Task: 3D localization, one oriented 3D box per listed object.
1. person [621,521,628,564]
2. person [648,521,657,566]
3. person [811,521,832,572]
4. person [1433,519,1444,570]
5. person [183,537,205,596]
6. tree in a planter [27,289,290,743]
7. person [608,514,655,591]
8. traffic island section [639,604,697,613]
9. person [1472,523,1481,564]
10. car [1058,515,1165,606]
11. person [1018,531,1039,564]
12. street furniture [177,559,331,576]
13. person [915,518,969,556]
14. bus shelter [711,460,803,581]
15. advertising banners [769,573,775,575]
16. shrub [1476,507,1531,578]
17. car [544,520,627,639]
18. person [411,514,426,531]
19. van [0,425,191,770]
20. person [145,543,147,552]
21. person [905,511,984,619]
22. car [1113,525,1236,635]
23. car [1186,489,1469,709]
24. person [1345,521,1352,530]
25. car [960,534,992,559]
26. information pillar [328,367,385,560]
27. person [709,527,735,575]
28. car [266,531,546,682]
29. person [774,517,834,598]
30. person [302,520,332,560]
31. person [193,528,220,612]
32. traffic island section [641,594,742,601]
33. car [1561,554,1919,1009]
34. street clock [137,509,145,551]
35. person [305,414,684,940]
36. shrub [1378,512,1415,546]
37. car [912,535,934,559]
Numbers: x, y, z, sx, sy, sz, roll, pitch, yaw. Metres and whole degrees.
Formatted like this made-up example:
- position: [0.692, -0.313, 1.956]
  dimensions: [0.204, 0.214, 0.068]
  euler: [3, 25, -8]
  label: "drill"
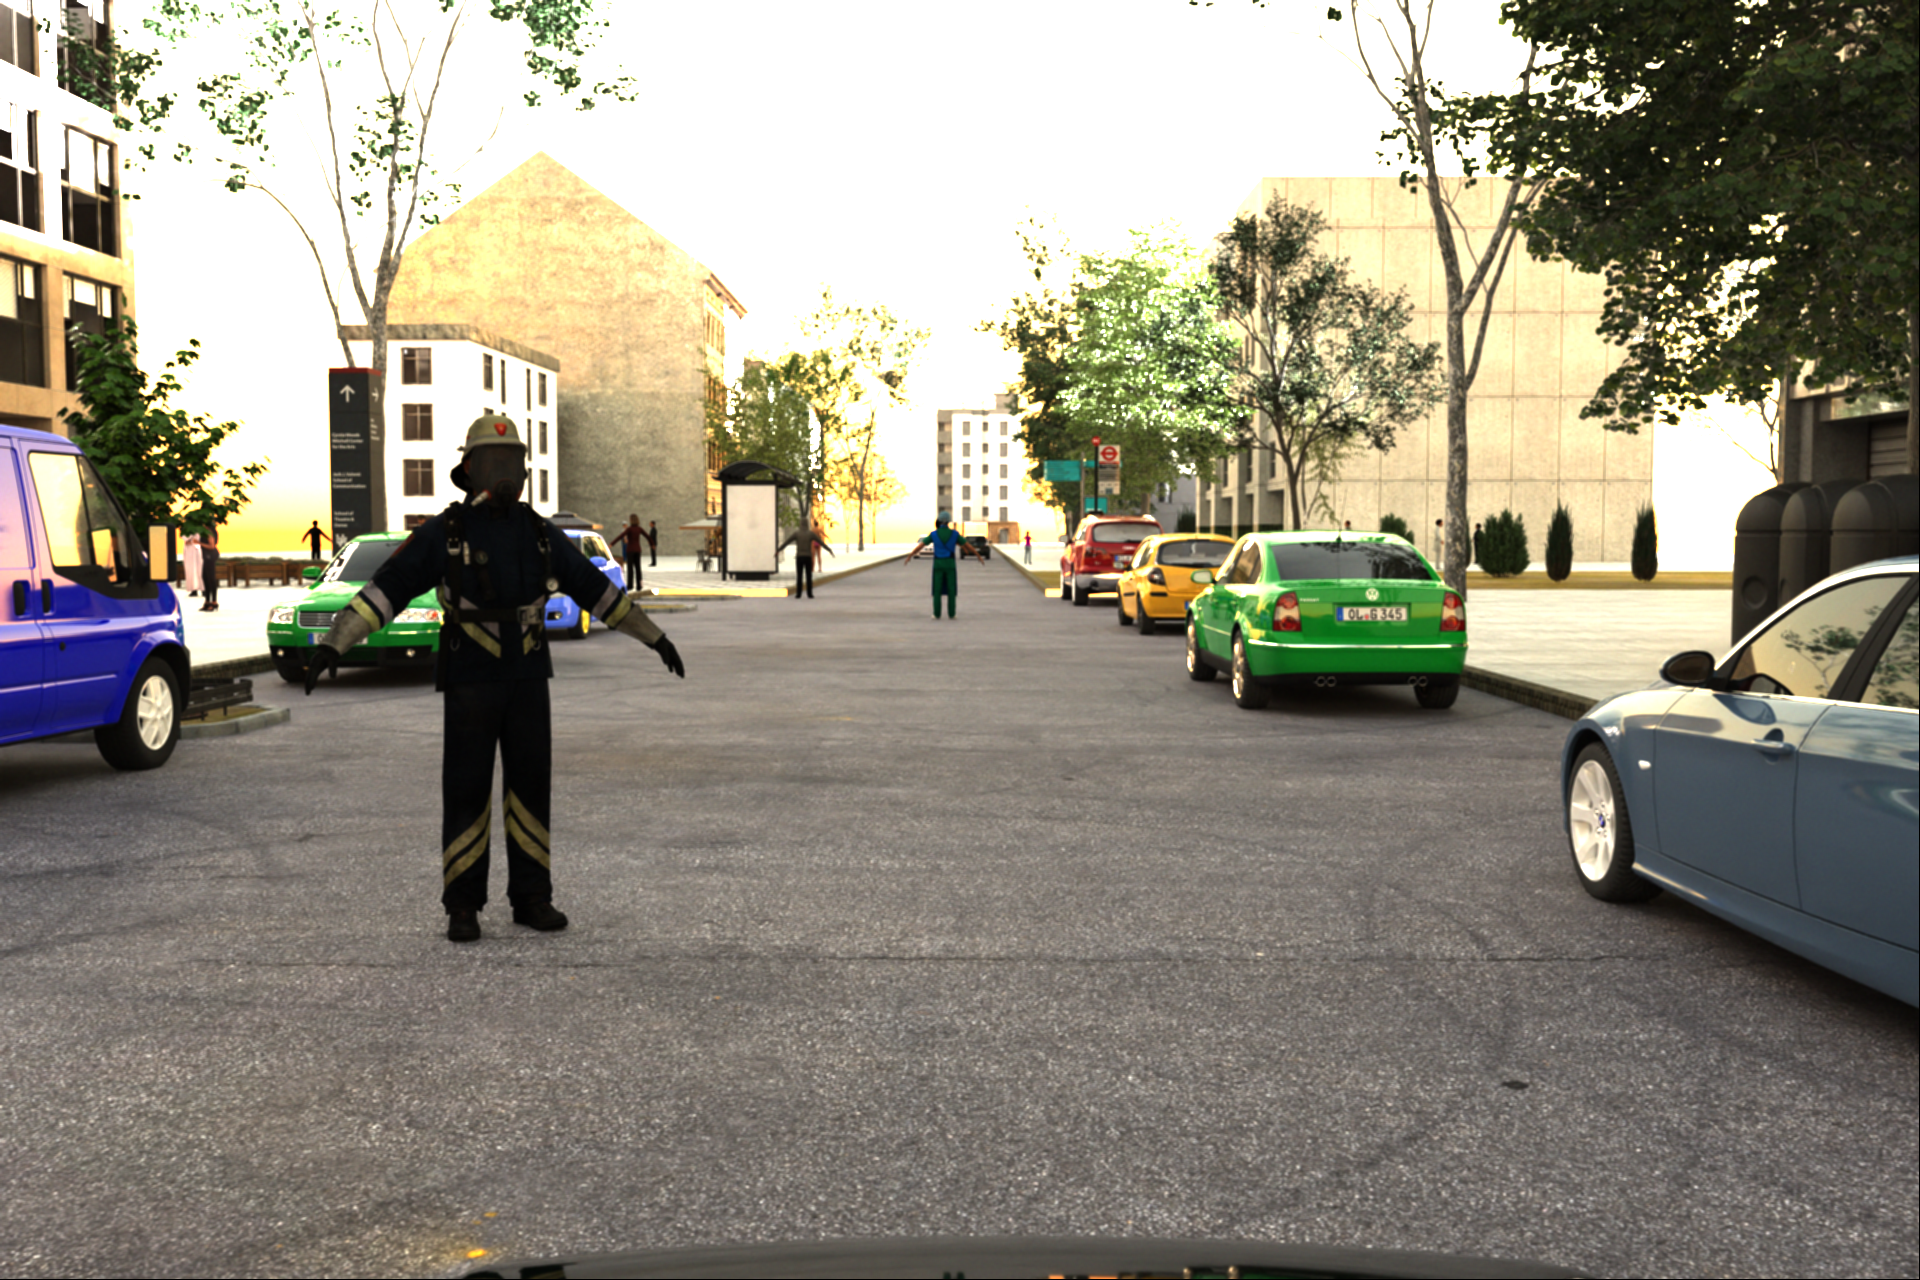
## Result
- position: [-14.533, -4.243, 75.228]
  dimensions: [0.705, 1.847, 1.347]
  euler: [-1, 4, -11]
  label: "person"
- position: [-12.269, -3.844, 69.066]
  dimensions: [0.704, 1.802, 1.346]
  euler: [0, 4, -4]
  label: "person"
- position: [-4.914, -3.187, 58.909]
  dimensions: [1.217, 1.733, 0.721]
  euler: [-2, 4, -23]
  label: "person"
- position: [17.162, -3.411, 61.951]
  dimensions: [0.705, 1.806, 1.347]
  euler: [1, 4, 13]
  label: "person"
- position: [-15.765, -1.769, 35.642]
  dimensions: [0.551, 1.740, 0.621]
  euler: [-2, 4, -32]
  label: "person"
- position: [-6.159, -0.951, 12.770]
  dimensions: [1.991, 3.239, 1.994]
  euler: [0, 4, 1]
  label: "tree in a planter"
- position: [-7.396, -1.973, 39.059]
  dimensions: [1.215, 1.729, 0.721]
  euler: [-3, 5, -42]
  label: "person"
- position: [-5.984, -0.580, 32.346]
  dimensions: [1.991, 0.108, 1.994]
  euler: [0, 4, 1]
  label: "traffic island section"
- position: [22.152, -4.139, 74.397]
  dimensions: [0.721, 1.740, 1.216]
  euler: [2, 4, 31]
  label: "person"
- position: [3.243, -1.683, 36.183]
  dimensions: [2.281, 1.827, 5.304]
  euler: [0, 4, -1]
  label: "car"
- position: [2.913, -3.937, 73.636]
  dimensions: [0.991, 1.433, 0.599]
  euler: [2, 4, 25]
  label: "person"
- position: [-21.802, -2.375, 54.459]
  dimensions: [10.072, 0.657, 5.734]
  euler: [-1, 4, -8]
  label: "street furniture"
- position: [-0.464, -2.118, 43.231]
  dimensions: [1.345, 1.843, 0.704]
  euler: [1, 4, 8]
  label: "person"
- position: [-5.781, -3.433, 50.058]
  dimensions: [2.014, 3.302, 5.546]
  euler: [0, 3, 0]
  label: "bus shelter"
- position: [-5.980, -3.609, 55.195]
  dimensions: [0.090, 3.025, 2.074]
  euler: [0, 4, 2]
  label: "advertising banners"
- position: [15.977, -2.867, 50.917]
  dimensions: [1.661, 2.075, 1.752]
  euler: [0, 3, 0]
  label: "shrub"
- position: [-5.912, -0.926, 24.724]
  dimensions: [1.945, 1.707, 3.694]
  euler: [0, 4, 1]
  label: "car"
- position: [-15.236, -2.636, 49.027]
  dimensions: [1.347, 1.837, 0.705]
  euler: [0, 4, -2]
  label: "person"
- position: [-5.841, -0.271, 8.809]
  dimensions: [2.240, 2.365, 5.245]
  euler: [0, 4, 1]
  label: "van"
- position: [-20.730, -2.329, 44.213]
  dimensions: [1.346, 1.812, 0.704]
  euler: [1, 4, 21]
  label: "person"
- position: [-0.262, -1.263, 29.235]
  dimensions: [1.347, 1.817, 0.704]
  euler: [0, 4, -2]
  label: "person"
- position: [3.366, -0.969, 26.072]
  dimensions: [2.015, 1.641, 3.980]
  euler: [0, 4, -1]
  label: "car"
- position: [3.146, -0.415, 15.580]
  dimensions: [1.959, 1.807, 4.718]
  euler: [0, 4, -1]
  label: "car"
- position: [14.709, -3.643, 65.841]
  dimensions: [0.705, 1.796, 1.348]
  euler: [3, 4, 36]
  label: "person"
- position: [0.856, -5.488, 99.511]
  dimensions: [2.009, 1.686, 4.222]
  euler: [0, 3, 0]
  label: "car"
- position: [-9.474, -2.316, 27.238]
  dimensions: [0.750, 3.857, 0.750]
  euler: [0, 4, 1]
  label: "information pillar"
- position: [-7.323, -2.988, 54.620]
  dimensions: [1.354, 1.858, 0.705]
  euler: [-2, 4, -30]
  label: "person"
- position: [-5.670, -0.573, 18.164]
  dimensions: [1.959, 1.807, 4.718]
  euler: [0, 4, 1]
  label: "car"
- position: [-3.478, -1.840, 38.667]
  dimensions: [1.348, 1.813, 0.705]
  euler: [0, 4, -4]
  label: "person"
- position: [-23.921, -3.559, 64.370]
  dimensions: [1.347, 1.806, 0.705]
  euler: [1, 4, 15]
  label: "person"
- position: [-12.542, -1.300, 28.762]
  dimensions: [0.593, 1.643, 0.415]
  euler: [2, 4, 27]
  label: "person"
- position: [-5.856, -0.933, 38.125]
  dimensions: [1.991, 0.108, 1.994]
  euler: [0, 3, 0]
  label: "traffic island section"
- position: [3.349, 0.410, 5.302]
  dimensions: [2.014, 1.417, 4.499]
  euler: [0, 4, 0]
  label: "car"
- position: [-9.558, -0.958, 20.241]
  dimensions: [0.358, 2.002, 0.471]
  euler: [0, 4, 0]
  label: "street clock"
- position: [-1.656, 0.124, 6.213]
  dimensions: [1.354, 1.856, 0.705]
  euler: [-2, 4, -32]
  label: "person"
- position: [14.404, -3.266, 57.826]
  dimensions: [1.690, 2.028, 1.600]
  euler: [0, 3, 0]
  label: "shrub"
- position: [-1.805, -5.538, 102.910]
  dimensions: [2.083, 1.381, 4.827]
  euler: [0, 4, 1]
  label: "car"
